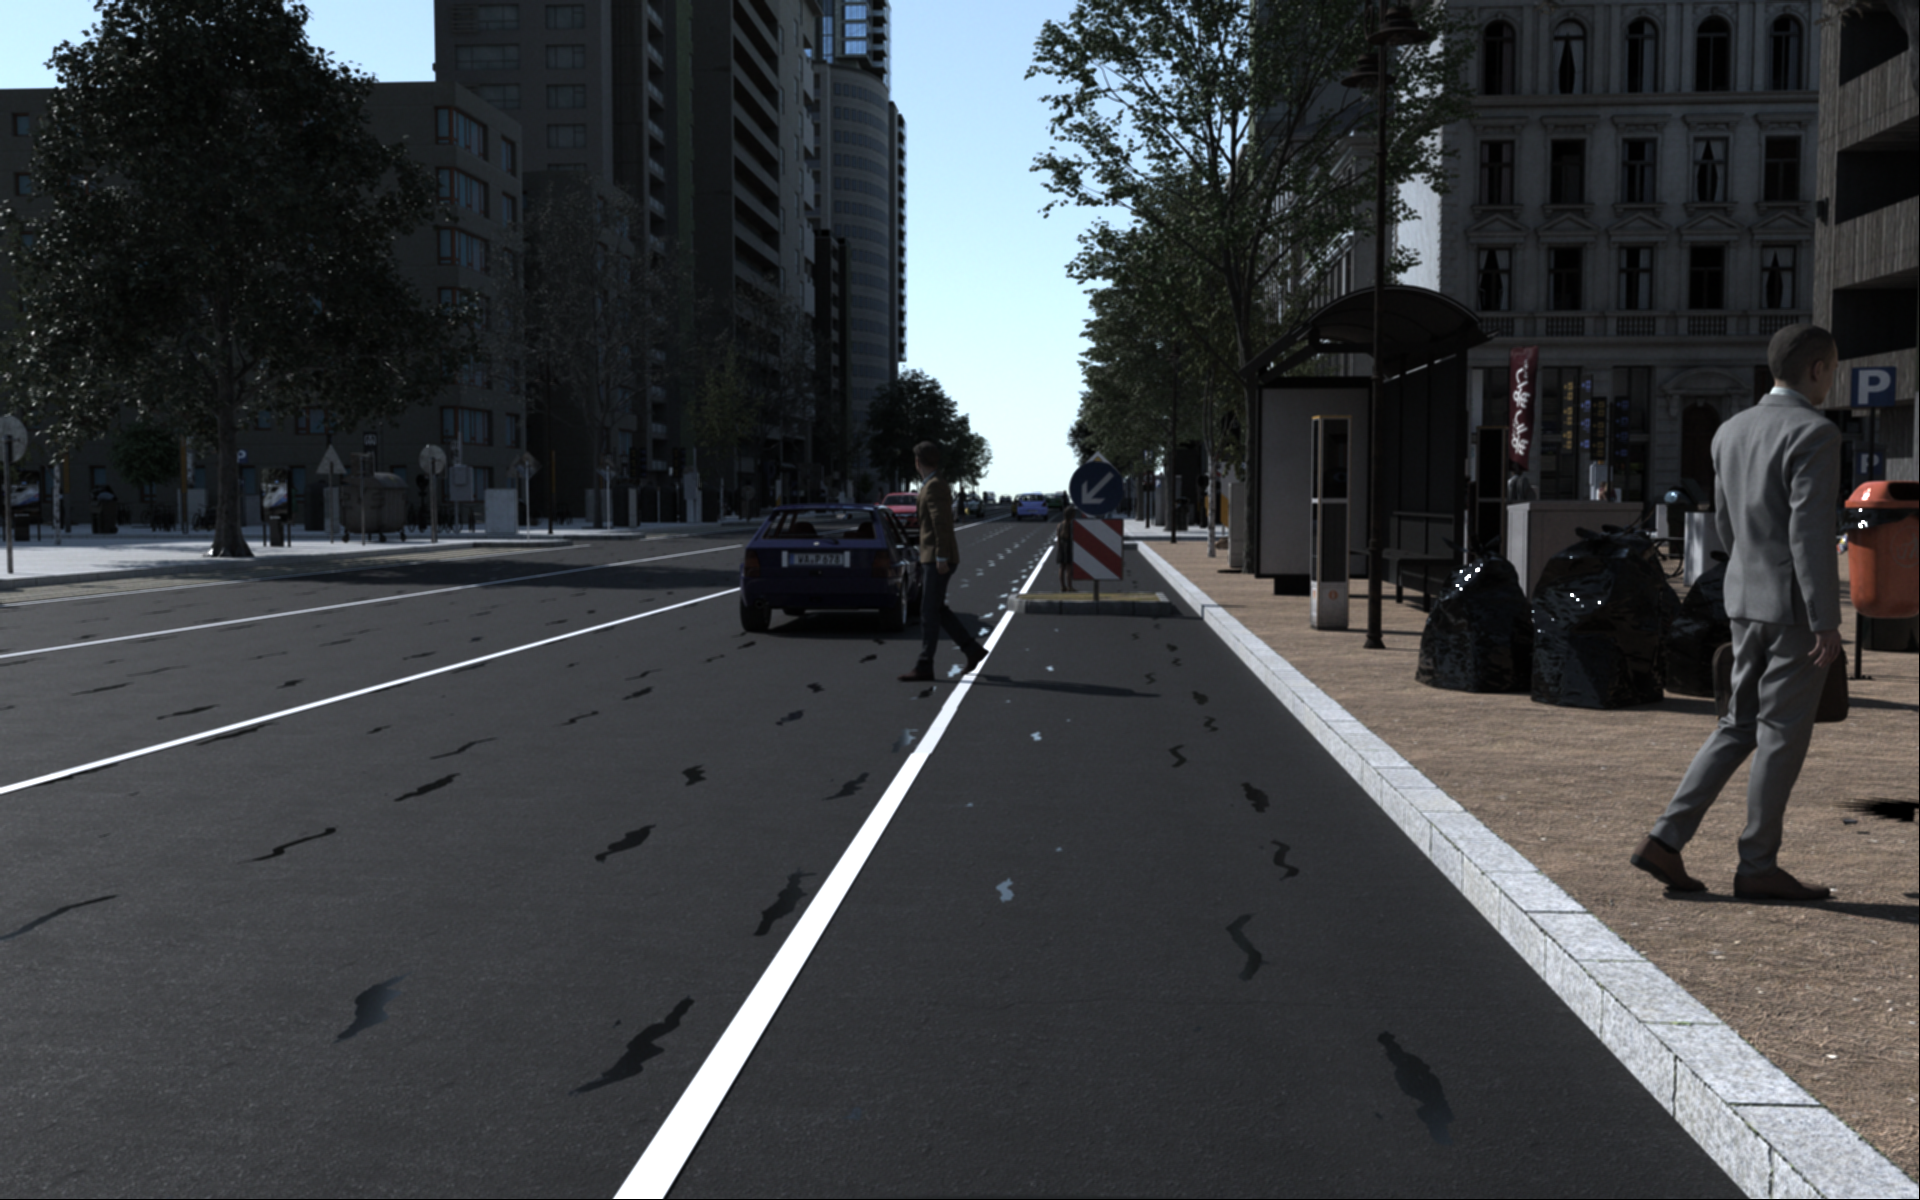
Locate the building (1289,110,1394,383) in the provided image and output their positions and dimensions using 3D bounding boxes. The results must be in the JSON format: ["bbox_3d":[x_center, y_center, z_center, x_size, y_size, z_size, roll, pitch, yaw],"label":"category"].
[{"bbox_3d":[24.467,-15.645,91.953,11.583,22.565,21.152,0,4,4],"label":"building"}]

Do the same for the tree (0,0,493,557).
[{"bbox_3d":[-14.979,-7.236,35.323,9.611,12.733,9.660,0,3,0],"label":"tree"}]

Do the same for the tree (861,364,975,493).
[{"bbox_3d":[-5.183,-16.210,171.683,9.857,13.997,8.962,0,3,0],"label":"tree"}]

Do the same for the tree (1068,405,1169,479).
[{"bbox_3d":[14.915,-14.975,161.853,9.611,12.733,9.660,0,3,0],"label":"tree"}]

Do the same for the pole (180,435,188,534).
[{"bbox_3d":[-25.011,-3.791,55.830,0.158,3.312,0.155,0,3,0],"label":"pole"}]

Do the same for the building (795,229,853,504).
[{"bbox_3d":[-19.565,-25.450,187.806,14.160,30.474,14.107,0,4,4],"label":"building"}]

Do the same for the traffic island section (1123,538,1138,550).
[{"bbox_3d":[3.701,-1.457,46.098,2.009,0.180,2.903,0,4,4],"label":"traffic island section"}]

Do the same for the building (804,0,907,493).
[{"bbox_3d":[-18.577,-58.310,266.036,22.319,86.520,31.000,0,4,4],"label":"building"}]

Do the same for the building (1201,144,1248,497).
[{"bbox_3d":[40.884,-29.952,181.598,32.217,40.220,23.993,0,4,4],"label":"building"}]

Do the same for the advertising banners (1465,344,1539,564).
[{"bbox_3d":[6.362,-1.528,21.176,0.090,3.025,2.074,-1,4,-20],"label":"advertising banners"}]

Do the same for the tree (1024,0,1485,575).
[{"bbox_3d":[4.632,-6.240,27.777,9.928,11.665,9.643,0,3,0],"label":"tree"}]

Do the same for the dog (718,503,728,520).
[{"bbox_3d":[-11.781,-4.386,86.098,0.513,0.831,0.800,0,4,-5],"label":"dog"}]

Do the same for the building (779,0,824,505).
[{"bbox_3d":[-28.960,-35.323,166.773,28.713,52.752,27.495,0,4,4],"label":"building"}]

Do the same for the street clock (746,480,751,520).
[{"bbox_3d":[-10.510,-4.983,86.036,0.358,2.002,0.471,-1,4,-10],"label":"street clock"}]

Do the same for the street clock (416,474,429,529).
[{"bbox_3d":[-19.664,-3.598,63.393,0.471,2.002,0.358,3,5,39],"label":"street clock"}]

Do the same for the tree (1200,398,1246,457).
[{"bbox_3d":[16.394,-9.464,105.100,4.360,8.622,3.978,0,3,0],"label":"tree"}]

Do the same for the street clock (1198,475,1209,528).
[{"bbox_3d":[9.152,-3.704,65.124,0.358,2.002,0.471,-2,4,-24],"label":"street clock"}]

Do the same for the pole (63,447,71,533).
[{"bbox_3d":[-29.649,-3.893,57.486,0.158,3.312,0.155,0,3,0],"label":"pole"}]

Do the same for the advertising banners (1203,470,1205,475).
[{"bbox_3d":[18.725,-7.932,125.869,2.074,3.025,0.090,0,4,8],"label":"advertising banners"}]

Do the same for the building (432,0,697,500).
[{"bbox_3d":[-26.677,-26.626,118.933,14.154,41.232,14.086,0,4,4],"label":"building"}]

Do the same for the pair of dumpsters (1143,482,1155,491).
[{"bbox_3d":[11.777,-6.400,107.130,1.574,2.255,4.437,0,4,4],"label":"pair of dumpsters"}]

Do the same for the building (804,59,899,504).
[{"bbox_3d":[-20.377,-42.507,236.988,21.231,58.520,28.212,0,4,4],"label":"building"}]

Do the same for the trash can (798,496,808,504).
[{"bbox_3d":[-10.584,-6.430,116.791,0.748,1.137,0.748,0,3,0],"label":"trash can"}]

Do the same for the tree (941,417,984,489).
[{"bbox_3d":[-0.254,-20.510,253.471,7.486,12.596,7.792,0,3,0],"label":"tree"}]

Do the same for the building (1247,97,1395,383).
[{"bbox_3d":[26.235,-19.423,114.826,12.463,27.353,25.104,0,4,4],"label":"building"}]

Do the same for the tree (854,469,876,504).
[{"bbox_3d":[-7.535,-8.637,135.823,1.663,3.219,1.824,0,3,0],"label":"tree"}]

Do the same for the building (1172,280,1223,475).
[{"bbox_3d":[35.574,-28.368,235.510,14.160,30.474,14.107,0,4,4],"label":"building"}]

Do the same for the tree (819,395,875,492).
[{"bbox_3d":[-8.465,-10.768,126.423,4.360,8.622,3.978,0,3,0],"label":"tree"}]

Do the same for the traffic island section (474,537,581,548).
[{"bbox_3d":[-11.800,-1.525,47.219,2.009,0.180,2.903,0,4,4],"label":"traffic island section"}]

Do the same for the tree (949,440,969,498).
[{"bbox_3d":[-0.999,-17.818,241.681,4.360,8.622,3.978,0,3,0],"label":"tree"}]

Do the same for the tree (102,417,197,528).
[{"bbox_3d":[-31.171,-5.061,66.460,4.285,4.588,4.351,0,3,0],"label":"tree"}]

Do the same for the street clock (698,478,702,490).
[{"bbox_3d":[-12.048,-4.601,79.799,0.358,2.002,0.471,0,4,1],"label":"street clock"}]

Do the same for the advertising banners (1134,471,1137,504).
[{"bbox_3d":[13.439,-8.007,127.103,2.074,3.025,0.090,2,4,27],"label":"advertising banners"}]

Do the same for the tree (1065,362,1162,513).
[{"bbox_3d":[10.623,-11.189,117.355,7.601,10.594,8.767,0,4,-5],"label":"tree"}]

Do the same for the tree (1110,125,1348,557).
[{"bbox_3d":[5.351,-5.171,34.910,4.737,8.622,4.395,0,3,0],"label":"tree"}]

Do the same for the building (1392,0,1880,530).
[{"bbox_3d":[26.700,-14.481,65.649,19.941,23.489,11.050,0,4,4],"label":"building"}]

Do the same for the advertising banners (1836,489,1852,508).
[{"bbox_3d":[30.100,-3.845,59.050,2.074,3.025,0.090,3,5,43],"label":"advertising banners"}]

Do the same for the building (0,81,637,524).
[{"bbox_3d":[-33.854,-14.871,88.180,27.650,21.520,28.899,0,4,4],"label":"building"}]

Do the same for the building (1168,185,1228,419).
[{"bbox_3d":[37.433,-36.696,250.095,14.600,45.320,14.200,0,4,4],"label":"building"}]

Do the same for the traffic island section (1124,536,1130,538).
[{"bbox_3d":[4.276,-1.944,54.063,2.009,0.180,2.903,0,4,4],"label":"traffic island section"}]

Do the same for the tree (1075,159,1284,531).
[{"bbox_3d":[7.647,-8.639,59.381,7.486,12.596,7.792,0,3,0],"label":"tree"}]

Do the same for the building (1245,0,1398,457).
[{"bbox_3d":[29.217,-27.574,134.434,14.154,41.232,14.086,0,4,4],"label":"building"}]

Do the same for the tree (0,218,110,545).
[{"bbox_3d":[-22.895,-5.714,43.792,4.737,8.622,4.395,0,3,0],"label":"tree"}]

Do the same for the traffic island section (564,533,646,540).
[{"bbox_3d":[-11.225,-2.012,55.183,2.009,0.180,2.903,0,4,4],"label":"traffic island section"}]

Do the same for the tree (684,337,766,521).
[{"bbox_3d":[-11.309,-8.066,82.233,4.737,8.622,4.395,0,3,0],"label":"tree"}]

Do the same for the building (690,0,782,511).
[{"bbox_3d":[-27.029,-31.682,141.696,21.300,48.544,21.600,0,4,4],"label":"building"}]

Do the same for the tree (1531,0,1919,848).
[{"bbox_3d":[3.879,-5.875,6.429,12.009,13.543,11.850,0,3,0],"label":"tree"}]

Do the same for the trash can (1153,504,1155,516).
[{"bbox_3d":[11.238,-5.571,102.736,0.748,1.137,0.748,0,3,0],"label":"trash can"}]

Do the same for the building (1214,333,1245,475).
[{"bbox_3d":[37.807,-19.014,155.925,27.650,21.520,28.899,0,4,4],"label":"building"}]

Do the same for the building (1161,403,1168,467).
[{"bbox_3d":[42.926,-37.738,271.640,22.147,44.769,28.867,0,4,4],"label":"building"}]

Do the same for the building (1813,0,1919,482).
[{"bbox_3d":[22.172,-15.680,28.072,14.160,30.474,14.107,0,4,4],"label":"building"}]

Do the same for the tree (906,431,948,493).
[{"bbox_3d":[-4.410,-14.607,189.185,4.360,8.622,3.978,0,3,0],"label":"tree"}]
